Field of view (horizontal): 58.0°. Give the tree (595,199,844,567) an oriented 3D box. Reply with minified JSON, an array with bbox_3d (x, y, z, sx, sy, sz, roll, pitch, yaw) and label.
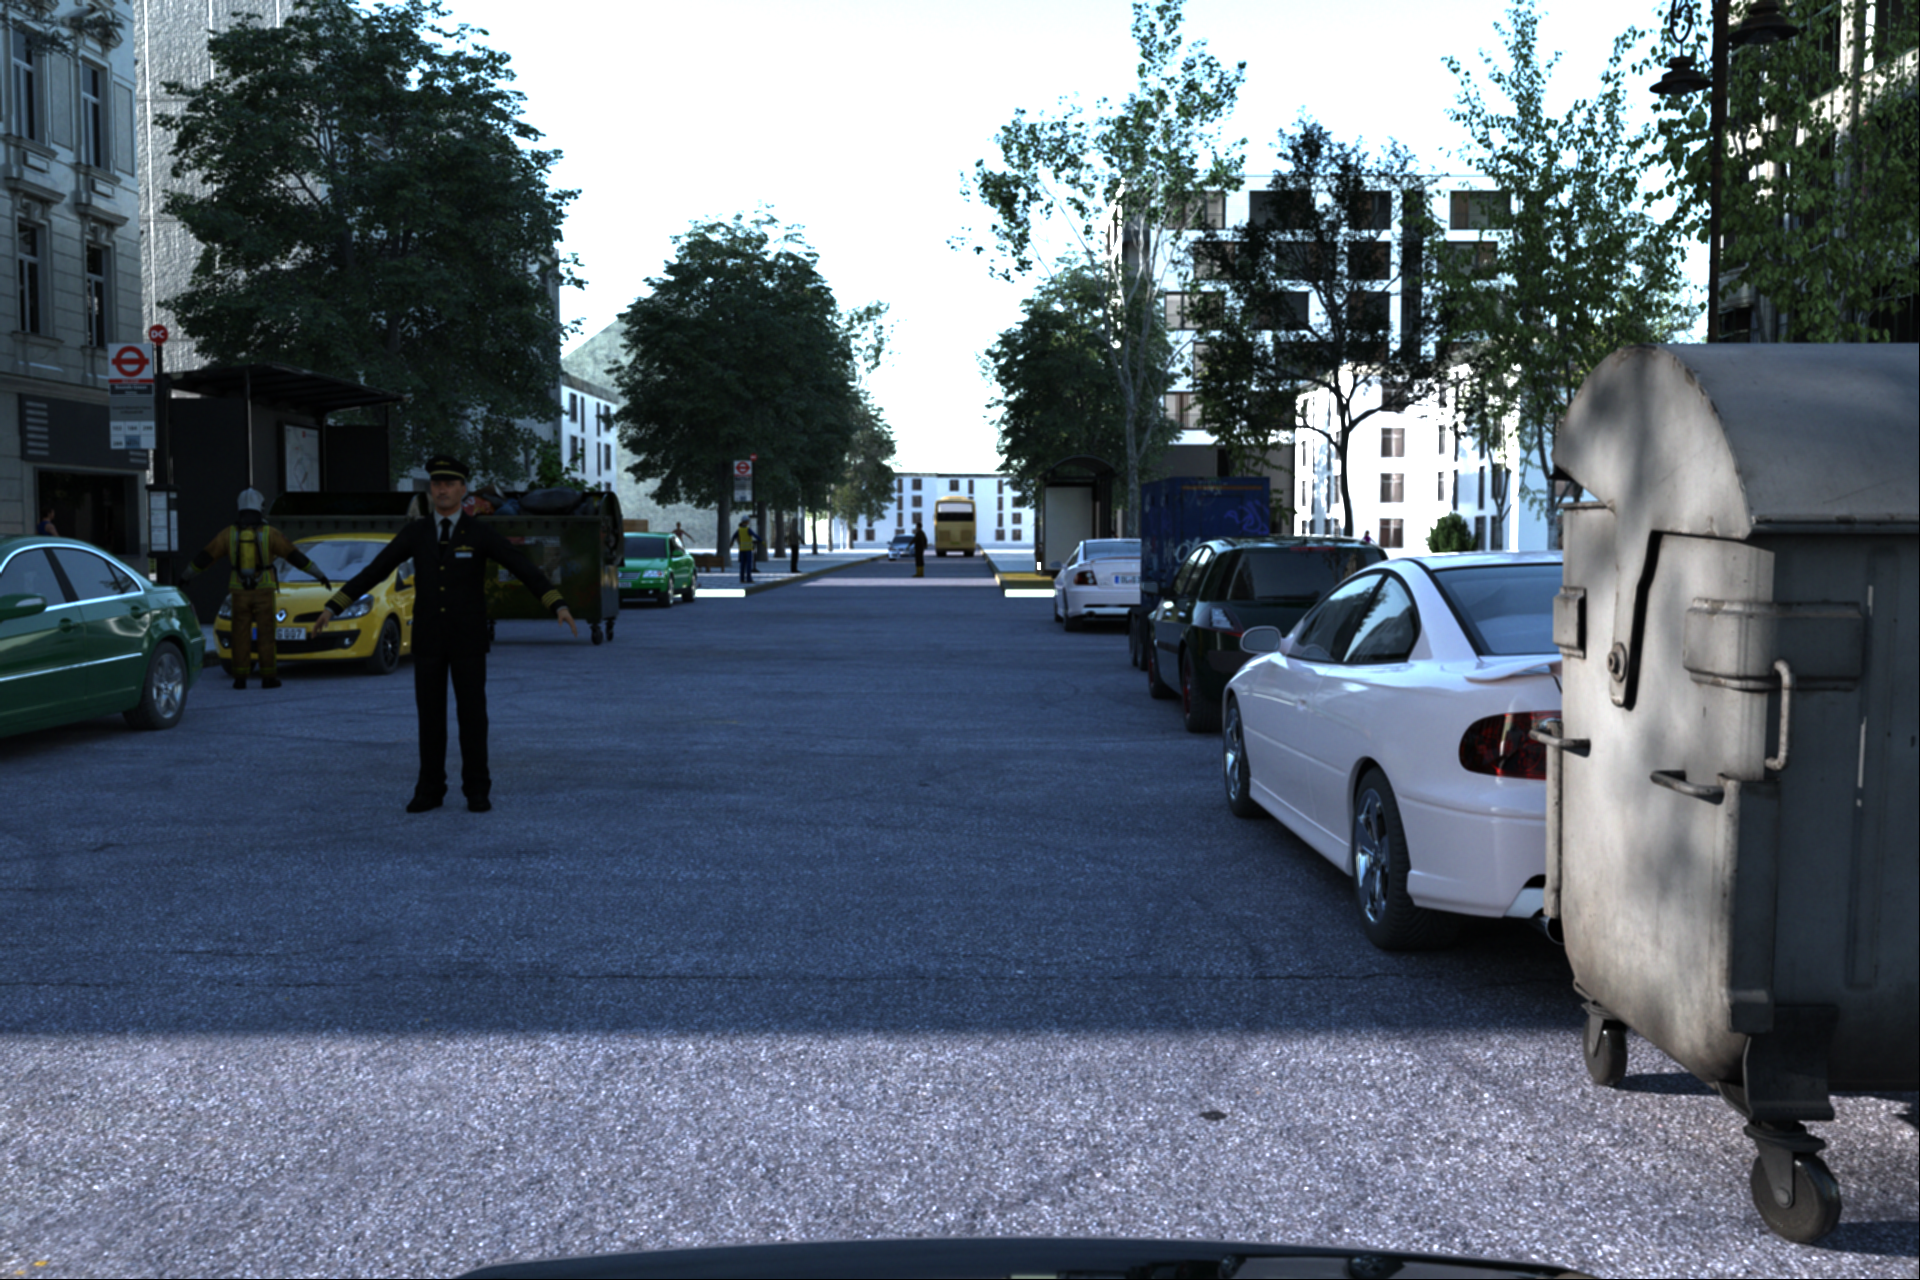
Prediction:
[{"bbox_3d":[-9.243,-9.783,66.606,9.857,13.997,8.962,0,3,0],"label":"tree"}]

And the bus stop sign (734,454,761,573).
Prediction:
[{"bbox_3d":[-7.048,-4.202,57.413,0.855,3.939,0.416,0,4,1],"label":"bus stop sign"}]

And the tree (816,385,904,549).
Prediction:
[{"bbox_3d":[-9.377,-14.641,146.035,9.857,13.997,8.962,0,3,0],"label":"tree"}]

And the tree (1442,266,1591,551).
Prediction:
[{"bbox_3d":[14.857,-5.947,47.595,4.360,8.622,3.978,0,3,0],"label":"tree"}]

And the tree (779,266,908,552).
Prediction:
[{"bbox_3d":[-10.788,-16.418,124.327,12.611,20.169,13.585,0,3,0],"label":"tree"}]

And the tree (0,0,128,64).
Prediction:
[{"bbox_3d":[-12.989,-6.394,14.916,12.009,13.543,11.850,0,3,0],"label":"tree"}]

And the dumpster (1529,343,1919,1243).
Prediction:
[{"bbox_3d":[2.388,0.260,3.969,1.865,1.857,1.264,0,4,0],"label":"dumpster"}]

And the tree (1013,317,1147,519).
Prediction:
[{"bbox_3d":[6.098,-10.571,90.969,7.486,12.596,7.792,0,3,0],"label":"tree"}]

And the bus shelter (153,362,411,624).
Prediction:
[{"bbox_3d":[-10.236,-2.167,26.719,1.731,3.624,6.357,0,4,-1],"label":"bus shelter"}]

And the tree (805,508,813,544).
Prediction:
[{"bbox_3d":[-20.048,-17.228,232.037,4.737,8.622,4.395,0,3,0],"label":"tree"}]

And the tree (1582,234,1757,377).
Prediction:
[{"bbox_3d":[16.659,-5.638,42.539,4.360,8.622,3.978,0,3,0],"label":"tree"}]

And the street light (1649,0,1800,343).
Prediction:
[{"bbox_3d":[5.689,-2.465,13.086,0.468,5.910,1.993,0,4,0],"label":"street light"}]

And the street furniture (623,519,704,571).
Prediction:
[{"bbox_3d":[-12.055,-2.596,49.300,11.010,1.723,9.812,1,4,20],"label":"street furniture"}]

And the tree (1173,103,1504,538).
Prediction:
[{"bbox_3d":[8.315,-6.336,38.002,7.601,10.594,8.767,1,4,21],"label":"tree"}]

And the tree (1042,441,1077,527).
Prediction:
[{"bbox_3d":[6.172,-9.378,103.689,4.360,8.622,3.978,0,3,0],"label":"tree"}]

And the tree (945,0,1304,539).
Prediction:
[{"bbox_3d":[5.872,-12.602,61.936,12.611,20.169,13.585,0,3,0],"label":"tree"}]

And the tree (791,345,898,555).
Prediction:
[{"bbox_3d":[-9.038,-11.973,106.135,12.009,13.543,11.850,0,3,0],"label":"tree"}]

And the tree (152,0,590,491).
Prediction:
[{"bbox_3d":[-13.121,-8.106,39.185,9.857,13.997,8.962,0,3,0],"label":"tree"}]

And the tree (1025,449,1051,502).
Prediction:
[{"bbox_3d":[6.456,-10.473,121.589,4.737,8.622,4.395,0,3,0],"label":"tree"}]

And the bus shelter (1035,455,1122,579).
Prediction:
[{"bbox_3d":[3.134,-3.239,46.882,2.014,3.302,5.546,0,4,0],"label":"bus shelter"}]

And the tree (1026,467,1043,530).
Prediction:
[{"bbox_3d":[6.339,-10.054,114.753,4.360,8.622,3.978,0,3,0],"label":"tree"}]

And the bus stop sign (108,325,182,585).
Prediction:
[{"bbox_3d":[-10.419,-2.046,22.149,0.855,3.939,0.416,0,4,0],"label":"bus stop sign"}]

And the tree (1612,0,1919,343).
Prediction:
[{"bbox_3d":[8.468,-4.095,17.320,4.737,8.622,4.395,0,3,0],"label":"tree"}]

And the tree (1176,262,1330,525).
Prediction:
[{"bbox_3d":[7.615,-5.891,46.681,4.737,8.622,4.395,0,3,0],"label":"tree"}]

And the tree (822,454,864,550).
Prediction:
[{"bbox_3d":[-9.265,-11.440,137.402,4.360,8.622,3.978,0,3,0],"label":"tree"}]

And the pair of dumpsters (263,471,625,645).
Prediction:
[{"bbox_3d":[-6.720,-1.086,22.712,4.436,2.255,1.574,0,4,0],"label":"pair of dumpsters"}]

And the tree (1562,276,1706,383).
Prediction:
[{"bbox_3d":[19.715,-6.107,50.217,4.737,8.622,4.395,0,3,0],"label":"tree"}]

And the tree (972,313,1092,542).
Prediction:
[{"bbox_3d":[8.306,-17.556,142.931,12.611,20.169,13.585,0,3,0],"label":"tree"}]

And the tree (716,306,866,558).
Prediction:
[{"bbox_3d":[-9.721,-11.373,92.603,9.857,13.997,8.962,0,3,0],"label":"tree"}]

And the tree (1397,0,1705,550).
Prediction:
[{"bbox_3d":[8.135,-4.482,23.644,4.737,8.622,4.395,0,3,0],"label":"tree"}]

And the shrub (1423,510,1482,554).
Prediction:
[{"bbox_3d":[14.687,-2.892,51.698,1.690,2.028,1.600,0,3,0],"label":"shrub"}]

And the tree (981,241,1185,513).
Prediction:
[{"bbox_3d":[5.632,-10.426,77.125,9.857,13.997,8.962,0,3,0],"label":"tree"}]

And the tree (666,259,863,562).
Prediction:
[{"bbox_3d":[-9.146,-10.619,80.273,9.857,13.997,8.962,0,3,0],"label":"tree"}]

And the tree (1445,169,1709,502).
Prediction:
[{"bbox_3d":[21.094,-9.075,58.751,12.009,13.543,11.850,0,3,0],"label":"tree"}]
